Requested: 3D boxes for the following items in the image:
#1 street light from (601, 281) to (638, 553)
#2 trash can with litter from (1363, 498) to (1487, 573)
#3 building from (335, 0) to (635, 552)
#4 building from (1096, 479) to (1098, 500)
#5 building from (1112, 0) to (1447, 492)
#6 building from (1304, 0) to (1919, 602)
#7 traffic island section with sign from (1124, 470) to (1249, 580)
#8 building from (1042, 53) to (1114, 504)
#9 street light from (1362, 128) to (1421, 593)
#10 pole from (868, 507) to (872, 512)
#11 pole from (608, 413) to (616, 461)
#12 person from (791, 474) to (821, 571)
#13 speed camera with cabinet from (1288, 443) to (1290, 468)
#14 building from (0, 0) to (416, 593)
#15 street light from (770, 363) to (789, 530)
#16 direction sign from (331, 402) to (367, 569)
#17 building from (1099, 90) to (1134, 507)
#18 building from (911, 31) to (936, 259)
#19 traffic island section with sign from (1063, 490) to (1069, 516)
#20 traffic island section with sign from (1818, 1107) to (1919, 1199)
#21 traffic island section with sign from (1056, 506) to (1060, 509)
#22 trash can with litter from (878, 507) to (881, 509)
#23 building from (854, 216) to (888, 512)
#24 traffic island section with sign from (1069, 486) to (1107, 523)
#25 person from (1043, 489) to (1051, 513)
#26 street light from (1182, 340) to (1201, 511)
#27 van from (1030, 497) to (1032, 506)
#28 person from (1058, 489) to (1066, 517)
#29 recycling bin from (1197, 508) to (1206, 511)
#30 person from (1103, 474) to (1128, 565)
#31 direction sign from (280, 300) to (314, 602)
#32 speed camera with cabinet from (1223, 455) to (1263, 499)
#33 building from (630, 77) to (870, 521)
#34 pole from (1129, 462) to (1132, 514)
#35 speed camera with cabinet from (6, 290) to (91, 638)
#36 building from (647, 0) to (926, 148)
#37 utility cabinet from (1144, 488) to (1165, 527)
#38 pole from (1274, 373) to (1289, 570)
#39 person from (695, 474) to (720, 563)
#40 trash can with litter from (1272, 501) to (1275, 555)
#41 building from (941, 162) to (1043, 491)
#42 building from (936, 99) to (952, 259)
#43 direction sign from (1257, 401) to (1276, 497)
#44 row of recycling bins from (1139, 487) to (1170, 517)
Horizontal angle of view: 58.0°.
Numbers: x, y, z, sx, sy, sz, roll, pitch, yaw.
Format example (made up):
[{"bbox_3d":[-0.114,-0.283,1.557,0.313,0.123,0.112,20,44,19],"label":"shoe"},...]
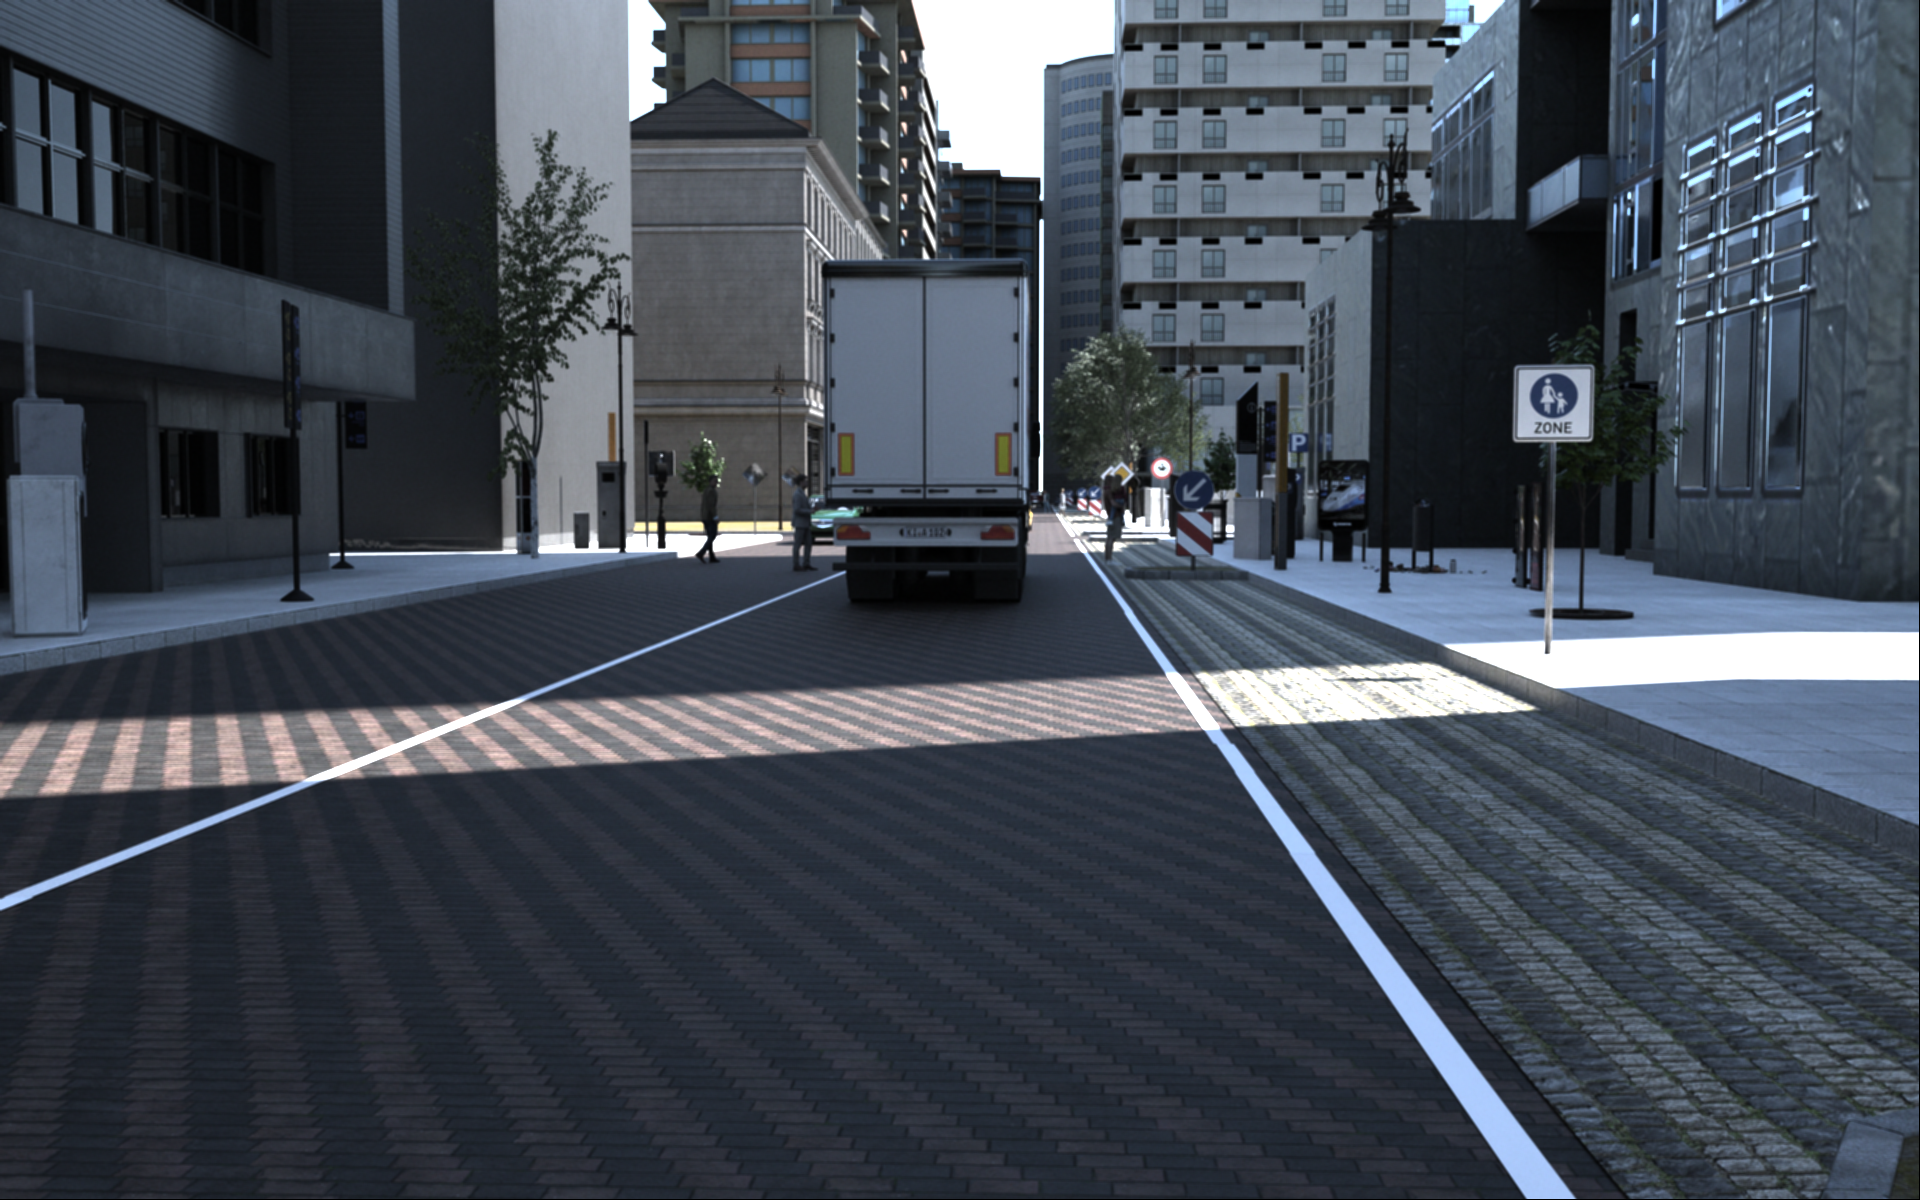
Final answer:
[{"bbox_3d":[-7.398,-3.975,37.785,0.468,5.910,1.993,0,4,3],"label":"street light"},{"bbox_3d":[7.578,-1.088,28.843,1.678,1.210,2.233,-1,4,-19],"label":"trash can with litter"},{"bbox_3d":[-21.680,-15.391,45.154,24.014,27.812,14.314,0,4,3],"label":"building"},{"bbox_3d":[31.834,-30.910,197.253,32.217,40.220,23.993,0,4,3],"label":"building"},{"bbox_3d":[27.778,-34.717,156.863,28.713,52.752,27.495,0,4,3],"label":"building"},{"bbox_3d":[20.598,-44.056,32.991,22.319,86.520,31.000,0,4,3],"label":"building"},{"bbox_3d":[3.826,-1.282,29.589,1.989,1.847,2.006,0,4,3],"label":"traffic island section with sign"},{"bbox_3d":[25.042,-42.006,228.793,28.212,58.520,21.231,0,4,3],"label":"building"},{"bbox_3d":[5.537,-3.034,22.400,0.468,5.910,1.993,0,4,3],"label":"street light"},{"bbox_3d":[-5.122,-6.393,98.369,0.158,3.312,0.155,0,3,0],"label":"pole"},{"bbox_3d":[-8.731,-3.037,43.502,0.158,3.312,0.155,0,3,0],"label":"pole"},{"bbox_3d":[-2.876,-1.448,32.373,0.583,1.804,0.606,0,3,0],"label":"person"},{"bbox_3d":[13.246,-4.417,66.557,0.660,3.252,2.038,-2,4,-34],"label":"speed camera with cabinet"},{"bbox_3d":[-16.644,-11.910,13.792,14.314,24.678,30.058,0,4,3],"label":"building"},{"bbox_3d":[-6.357,-5.408,61.217,0.468,5.910,1.993,0,4,3],"label":"street light"},{"bbox_3d":[-10.621,-2.305,29.691,0.876,3.537,0.379,-1,4,-22],"label":"direction sign"},{"bbox_3d":[21.391,-30.281,178.695,14.154,41.232,14.086,0,4,3],"label":"building"},{"bbox_3d":[-13.682,-33.772,175.870,21.300,48.544,21.600,0,4,3],"label":"building"},{"bbox_3d":[7.777,-6.325,112.041,1.989,1.847,2.006,0,4,3],"label":"traffic island section with sign"},{"bbox_3d":[2.537,0.365,2.665,1.989,1.847,2.006,0,4,3],"label":"traffic island section with sign"},{"bbox_3d":[10.189,-9.407,162.435,1.989,1.847,2.006,0,4,3],"label":"traffic island section with sign"},{"bbox_3d":[-4.581,-5.291,97.893,0.624,1.170,1.055,0,4,5],"label":"trash can with litter"},{"bbox_3d":[-10.371,-16.100,112.381,9.793,20.994,18.267,0,4,3],"label":"building"},{"bbox_3d":[6.502,-4.678,85.115,1.989,1.847,2.006,0,4,3],"label":"traffic island section with sign"},{"bbox_3d":[6.435,-7.381,129.530,0.623,1.781,0.721,2,4,35],"label":"person"},{"bbox_3d":[6.933,-4.845,51.995,0.468,5.910,1.993,0,4,3],"label":"street light"},{"bbox_3d":[4.936,-8.283,142.441,2.013,2.044,4.112,0,4,4],"label":"van"},{"bbox_3d":[6.444,-6.165,109.651,0.624,1.780,0.694,0,4,-6],"label":"person"},{"bbox_3d":[10.850,-4.072,79.137,0.722,1.027,0.722,0,4,6],"label":"recycling bin"},{"bbox_3d":[3.079,-1.605,34.722,0.580,1.828,0.573,3,4,38],"label":"person"},{"bbox_3d":[-7.962,-1.755,20.698,0.379,3.537,0.876,-1,4,-10],"label":"direction sign"},{"bbox_3d":[12.890,-5.113,77.929,2.038,3.252,0.660,2,4,35],"label":"speed camera with cabinet"},{"bbox_3d":[-11.515,-14.132,81.970,10.553,20.767,40.483,0,4,3],"label":"building"},{"bbox_3d":[10.953,-7.179,111.218,0.158,3.312,0.155,0,3,0],"label":"pole"},{"bbox_3d":[-8.581,-1.345,16.325,0.660,3.252,2.038,-2,4,-24],"label":"speed camera with cabinet"},{"bbox_3d":[-14.485,-30.333,150.575,22.147,44.769,28.867,0,4,3],"label":"building"},{"bbox_3d":[7.479,-3.529,66.375,0.318,1.500,1.173,2,4,34],"label":"utility cabinet"},{"bbox_3d":[5.433,-2.167,29.267,0.158,3.312,0.155,0,3,0],"label":"pole"},{"bbox_3d":[-5.199,-1.688,36.011,0.656,1.842,0.836,2,4,31],"label":"person"},{"bbox_3d":[6.671,-1.550,36.723,0.624,1.170,1.055,-1,4,-14],"label":"trash can with litter"},{"bbox_3d":[-3.428,-35.273,231.340,28.867,44.769,22.147,0,4,3],"label":"building"},{"bbox_3d":[-16.348,-35.531,200.533,30.456,49.044,23.786,0,4,3],"label":"building"},{"bbox_3d":[7.324,-3.078,42.324,0.876,3.537,0.379,1,4,10],"label":"direction sign"},{"bbox_3d":[11.578,-5.497,96.983,3.534,1.692,1.069,-1,4,-20],"label":"row of recycling bins"}]
